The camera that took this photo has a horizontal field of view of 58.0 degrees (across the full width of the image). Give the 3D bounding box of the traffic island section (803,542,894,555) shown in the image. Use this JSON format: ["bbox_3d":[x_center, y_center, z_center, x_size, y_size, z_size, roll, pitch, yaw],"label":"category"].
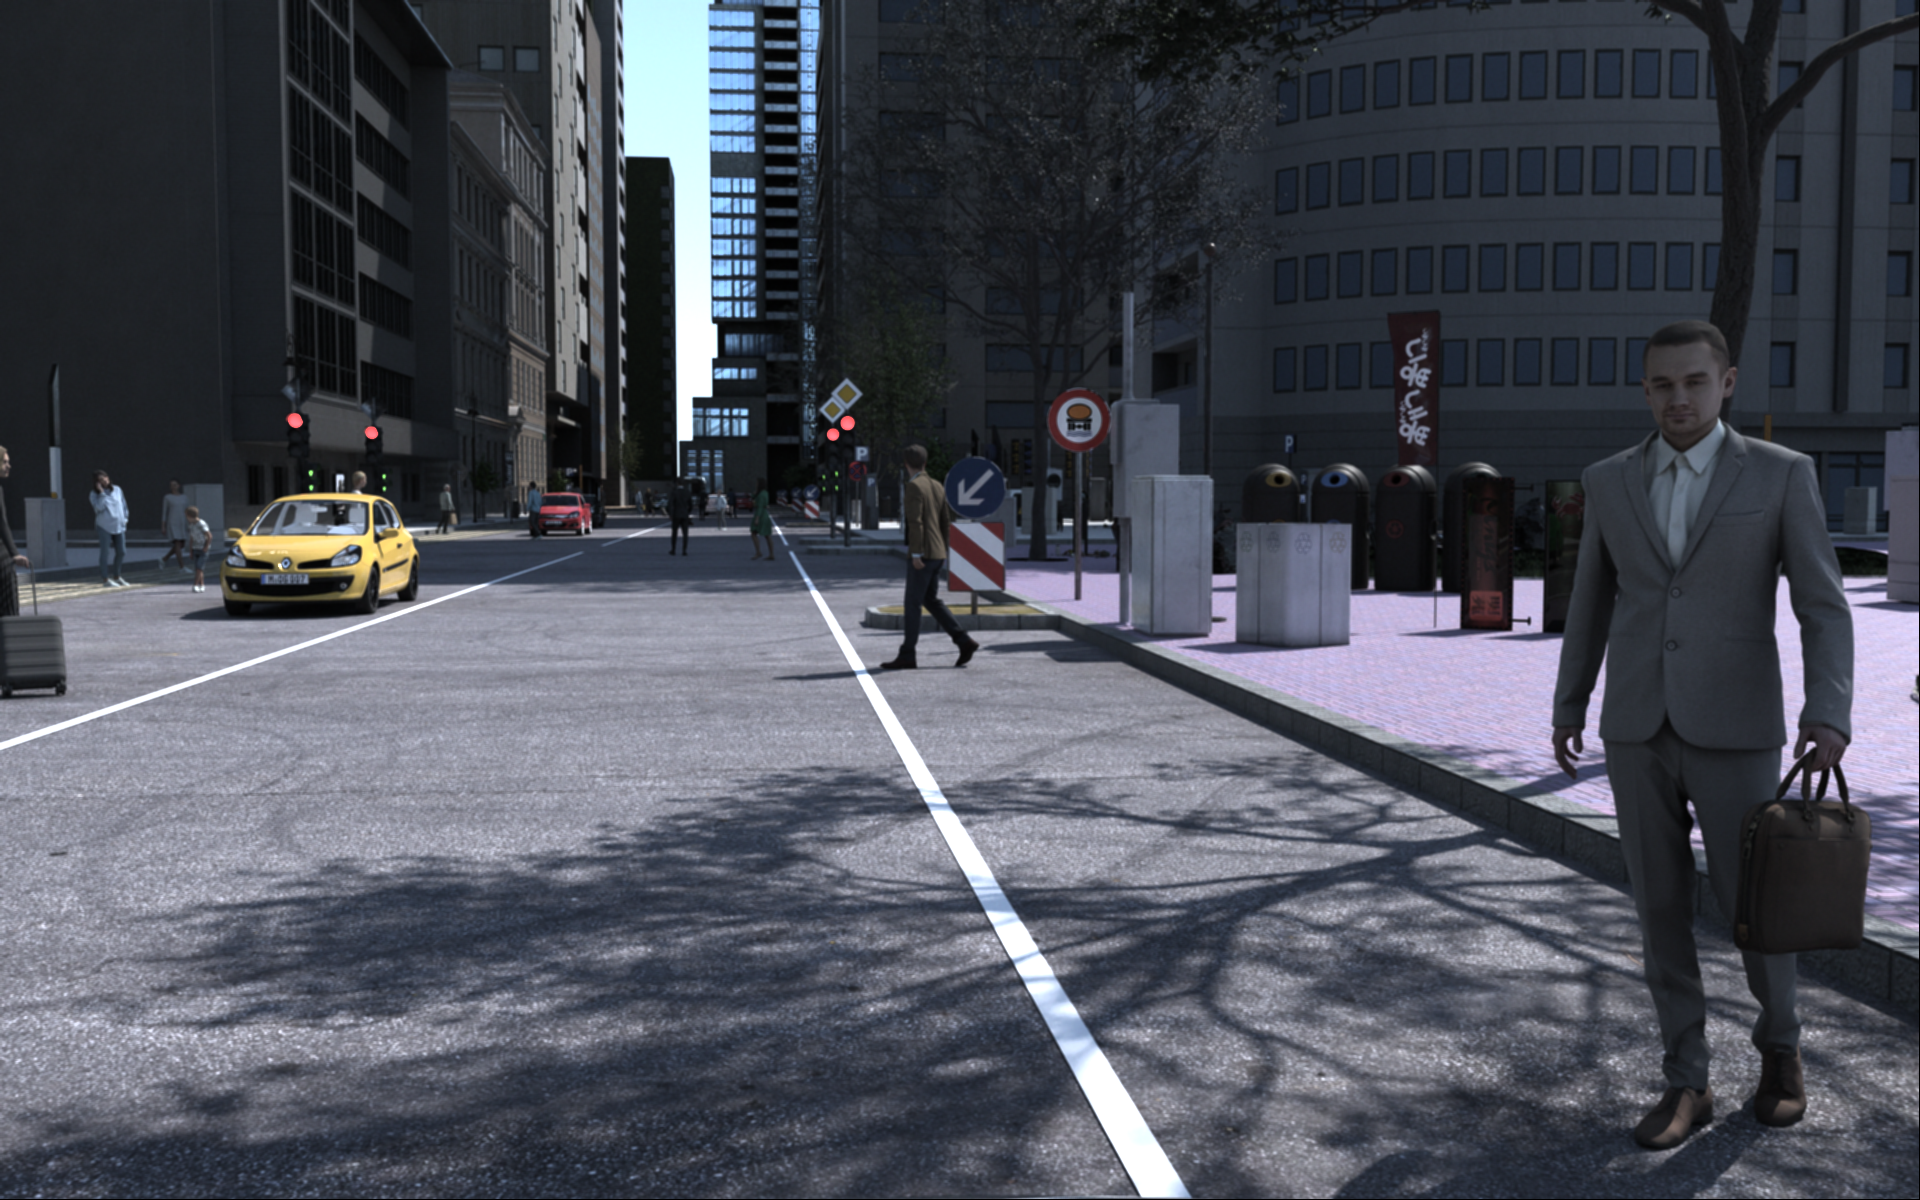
[{"bbox_3d":[-2.704,-1.203,41.957,2.009,0.180,2.903,0,4,-7],"label":"traffic island section"}]

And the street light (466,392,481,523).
[{"bbox_3d":[-21.732,-6.402,77.462,0.468,5.910,1.993,0,4,-7],"label":"street light"}]

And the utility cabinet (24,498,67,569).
[{"bbox_3d":[-15.854,-1.156,30.060,0.306,1.237,1.020,0,4,-7],"label":"utility cabinet"}]

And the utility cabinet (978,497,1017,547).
[{"bbox_3d":[0.834,-1.874,41.800,1.020,1.237,0.306,1,4,15],"label":"utility cabinet"}]

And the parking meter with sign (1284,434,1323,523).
[{"bbox_3d":[10.430,-3.346,50.973,1.738,3.016,0.543,-1,4,-20],"label":"parking meter with sign"}]

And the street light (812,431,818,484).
[{"bbox_3d":[-10.322,-9.222,123.559,0.468,5.910,1.993,0,4,-7],"label":"street light"}]

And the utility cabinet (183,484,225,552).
[{"bbox_3d":[-16.795,-1.821,38.451,0.318,1.500,1.173,0,4,5],"label":"utility cabinet"}]

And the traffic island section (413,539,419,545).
[{"bbox_3d":[-16.339,-1.598,48.409,2.009,0.180,2.903,0,4,-7],"label":"traffic island section"}]

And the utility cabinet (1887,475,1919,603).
[{"bbox_3d":[11.248,-0.698,20.094,0.318,1.500,1.173,0,4,-1],"label":"utility cabinet"}]

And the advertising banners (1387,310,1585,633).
[{"bbox_3d":[4.993,-1.227,16.250,2.074,3.025,0.090,2,4,33],"label":"advertising banners"}]

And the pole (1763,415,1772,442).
[{"bbox_3d":[20.738,-3.102,44.562,0.158,3.312,0.155,0,3,0],"label":"pole"}]

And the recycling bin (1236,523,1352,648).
[{"bbox_3d":[2.855,-0.140,14.850,0.722,1.027,0.722,-2,4,-28],"label":"recycling bin"}]

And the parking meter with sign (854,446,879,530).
[{"bbox_3d":[-3.323,-4.057,62.591,0.543,3.016,1.738,-1,4,-19],"label":"parking meter with sign"}]

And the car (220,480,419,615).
[{"bbox_3d":[-7.981,-0.706,21.774,2.015,1.641,3.980,0,4,-7],"label":"car"}]

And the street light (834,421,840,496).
[{"bbox_3d":[-6.769,-7.416,94.046,0.468,5.910,1.993,0,4,-7],"label":"street light"}]

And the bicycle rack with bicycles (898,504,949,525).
[{"bbox_3d":[-1.446,-3.682,73.582,2.852,0.926,2.925,1,4,9],"label":"bicycle rack with bicycles"}]

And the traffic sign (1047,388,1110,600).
[{"bbox_3d":[1.432,-1.273,20.921,0.768,2.556,0.104,0,4,-2],"label":"traffic sign"}]

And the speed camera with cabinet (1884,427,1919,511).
[{"bbox_3d":[13.586,-1.845,24.509,0.660,3.252,2.038,3,4,39],"label":"speed camera with cabinet"}]

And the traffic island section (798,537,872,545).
[{"bbox_3d":[-3.633,-1.689,49.888,2.009,0.180,2.903,0,4,-7],"label":"traffic island section"}]

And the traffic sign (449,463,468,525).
[{"bbox_3d":[-20.761,-4.380,71.722,0.768,2.556,0.104,0,4,-4],"label":"traffic sign"}]

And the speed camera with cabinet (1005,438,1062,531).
[{"bbox_3d":[2.584,-4.093,61.256,2.038,3.252,0.660,-1,4,-21],"label":"speed camera with cabinet"}]

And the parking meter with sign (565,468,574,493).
[{"bbox_3d":[-25.859,-7.232,114.497,0.543,3.016,1.738,0,4,-8],"label":"parking meter with sign"}]

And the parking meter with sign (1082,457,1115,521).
[{"bbox_3d":[6.453,-5.194,81.187,1.738,3.016,0.543,-1,4,-10],"label":"parking meter with sign"}]

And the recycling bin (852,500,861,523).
[{"bbox_3d":[-4.308,-3.874,75.902,0.722,1.027,0.722,-1,4,-20],"label":"recycling bin"}]

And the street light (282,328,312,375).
[{"bbox_3d":[-18.429,-4.617,48.276,0.468,5.910,1.993,0,4,-7],"label":"street light"}]

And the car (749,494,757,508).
[{"bbox_3d":[-19.393,-9.336,162.867,2.015,1.641,3.980,0,4,-7],"label":"car"}]

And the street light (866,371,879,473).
[{"bbox_3d":[-3.285,-5.633,64.887,0.468,5.910,1.993,0,4,-7],"label":"street light"}]

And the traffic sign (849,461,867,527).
[{"bbox_3d":[-4.002,-4.114,67.371,0.768,2.556,0.104,0,4,-3],"label":"traffic sign"}]

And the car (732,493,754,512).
[{"bbox_3d":[-17.442,-7.891,138.056,2.155,1.783,4.494,0,4,-8],"label":"car"}]

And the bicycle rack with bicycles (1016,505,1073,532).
[{"bbox_3d":[2.744,-2.752,58.370,2.852,0.926,2.925,-1,4,-12],"label":"bicycle rack with bicycles"}]

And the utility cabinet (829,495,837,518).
[{"bbox_3d":[-6.754,-4.964,92.327,0.306,1.237,1.020,-1,4,-11],"label":"utility cabinet"}]

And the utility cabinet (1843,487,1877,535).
[{"bbox_3d":[28.184,-2.788,54.257,0.318,1.500,1.173,0,4,-7],"label":"utility cabinet"}]

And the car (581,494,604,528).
[{"bbox_3d":[-16.234,-3.927,73.994,2.009,1.686,4.222,0,4,-6],"label":"car"}]

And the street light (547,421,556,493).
[{"bbox_3d":[-25.180,-8.211,107.033,0.468,5.910,1.993,0,4,-7],"label":"street light"}]

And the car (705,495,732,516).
[{"bbox_3d":[-15.855,-6.179,113.380,2.083,1.381,4.827,0,4,-6],"label":"car"}]

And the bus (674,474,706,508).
[{"bbox_3d":[-28.017,-11.361,180.615,2.948,3.499,13.247,0,4,-6],"label":"bus"}]

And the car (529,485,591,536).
[{"bbox_3d":[-13.913,-3.140,60.382,2.155,1.783,4.494,0,4,-7],"label":"car"}]

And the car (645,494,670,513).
[{"bbox_3d":[-23.221,-7.440,133.447,2.131,1.459,4.920,0,4,-6],"label":"car"}]

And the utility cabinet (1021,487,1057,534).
[{"bbox_3d":[2.504,-2.811,54.641,1.173,1.500,0.318,3,4,38],"label":"utility cabinet"}]

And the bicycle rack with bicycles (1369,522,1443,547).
[{"bbox_3d":[8.527,-1.119,31.675,2.925,0.926,2.852,0,4,-1],"label":"bicycle rack with bicycles"}]

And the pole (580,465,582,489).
[{"bbox_3d":[-26.641,-7.823,121.747,0.158,3.312,0.155,0,3,0],"label":"pole"}]

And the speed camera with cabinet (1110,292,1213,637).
[{"bbox_3d":[1.900,-1.351,16.427,0.660,3.252,2.038,0,4,-5],"label":"speed camera with cabinet"}]
